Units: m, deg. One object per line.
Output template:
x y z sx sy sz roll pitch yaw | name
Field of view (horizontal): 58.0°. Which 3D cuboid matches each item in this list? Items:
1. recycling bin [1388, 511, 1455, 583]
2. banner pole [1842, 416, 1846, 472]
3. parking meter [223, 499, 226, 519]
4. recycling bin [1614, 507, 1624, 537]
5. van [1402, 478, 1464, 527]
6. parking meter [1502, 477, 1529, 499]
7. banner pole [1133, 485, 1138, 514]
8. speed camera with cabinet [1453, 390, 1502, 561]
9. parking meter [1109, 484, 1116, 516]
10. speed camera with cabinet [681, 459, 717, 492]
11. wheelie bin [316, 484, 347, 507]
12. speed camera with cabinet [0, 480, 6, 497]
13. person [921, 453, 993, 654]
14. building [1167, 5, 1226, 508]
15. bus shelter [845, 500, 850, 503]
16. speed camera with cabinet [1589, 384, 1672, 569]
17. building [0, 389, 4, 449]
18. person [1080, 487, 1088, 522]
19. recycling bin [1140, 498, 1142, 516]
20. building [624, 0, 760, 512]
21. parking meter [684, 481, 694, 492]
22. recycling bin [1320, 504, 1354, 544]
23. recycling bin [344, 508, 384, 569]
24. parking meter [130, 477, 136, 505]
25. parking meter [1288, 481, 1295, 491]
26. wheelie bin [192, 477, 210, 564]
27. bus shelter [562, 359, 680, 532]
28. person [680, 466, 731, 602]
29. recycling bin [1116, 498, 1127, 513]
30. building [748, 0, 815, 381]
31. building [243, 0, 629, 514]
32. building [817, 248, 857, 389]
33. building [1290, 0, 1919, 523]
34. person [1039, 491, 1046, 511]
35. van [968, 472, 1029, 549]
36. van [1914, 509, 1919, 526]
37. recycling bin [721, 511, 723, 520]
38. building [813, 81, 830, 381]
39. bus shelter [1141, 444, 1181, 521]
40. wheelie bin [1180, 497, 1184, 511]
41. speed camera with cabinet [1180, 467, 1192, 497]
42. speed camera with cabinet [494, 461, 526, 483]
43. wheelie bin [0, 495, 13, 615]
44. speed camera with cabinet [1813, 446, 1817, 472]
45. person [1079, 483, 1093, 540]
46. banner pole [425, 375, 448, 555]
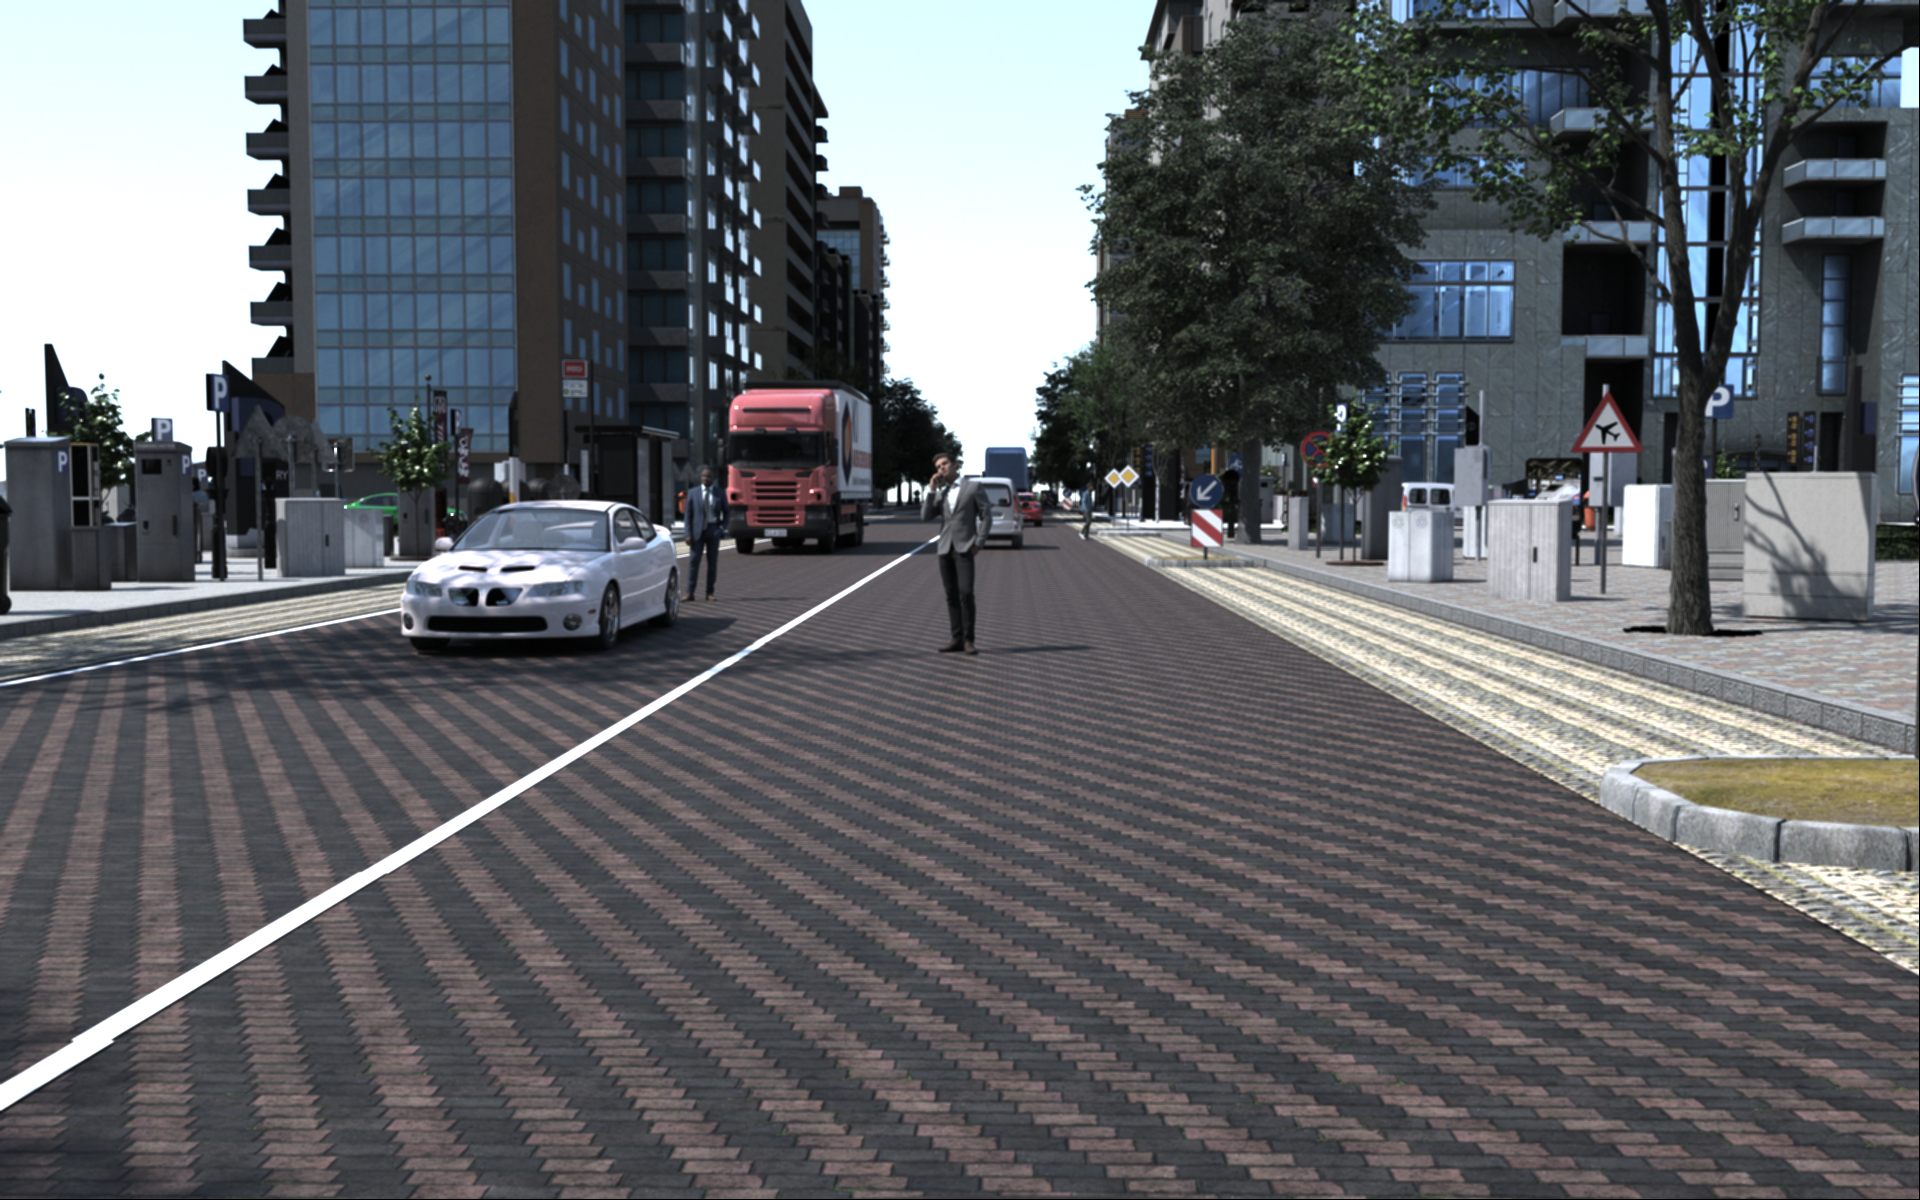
6.760 -0.785 25.383 0.722 1.027 0.722 3 5 41 | recycling bin
28.417 -3.994 55.314 0.401 3.779 0.863 -2 4 -27 | banner pole
-38.059 -5.130 89.590 0.255 1.863 0.399 3 4 38 | parking meter
19.943 -2.392 51.669 0.722 1.027 0.722 1 4 12 | recycling bin
17.826 -3.400 62.604 4.112 2.044 2.013 0 4 2 | van
8.116 -1.035 25.341 0.372 1.533 0.369 0 3 0 | parking meter
11.500 -7.600 114.281 0.401 3.779 0.863 -1 4 -11 | banner pole
10.115 -2.415 33.825 0.660 3.252 2.038 2 4 27 | speed camera with cabinet
8.866 -5.812 100.731 0.255 1.863 0.399 3 5 44 | parking meter
-14.606 -6.272 96.888 2.038 3.252 0.660 1 4 21 | speed camera with cabinet
-19.201 -2.740 52.705 0.980 1.594 0.693 -2 4 -33 | wheelie bin
-64.129 -7.499 116.937 0.660 3.252 2.038 0 4 3 | speed camera with cabinet
-0.028 -0.427 15.664 0.592 1.802 0.473 3 5 43 | person
26.669 -31.219 160.537 14.600 45.320 14.200 0 4 2 | building
-8.514 -8.054 125.599 2.014 3.302 5.546 0 4 2 | bus shelter
11.981 -2.223 30.676 0.660 3.252 2.038 -1 4 -13 | speed camera with cabinet
-65.822 -33.244 85.545 28.212 58.520 21.231 0 4 2 | building
6.354 -4.812 87.269 0.391 1.810 0.635 2 4 34 | person
11.064 -5.475 102.069 0.722 1.027 0.722 -2 4 -25 | recycling bin
-26.220 -30.674 121.132 23.786 49.044 30.456 0 4 2 | building
-12.172 -4.415 77.891 0.399 1.863 0.255 -2 4 -30 | parking meter
9.831 -1.997 45.201 0.722 1.027 0.722 -1 4 -22 | recycling bin
-10.477 -1.077 30.162 0.722 1.027 0.722 0 4 -6 | recycling bin
-21.786 -2.436 45.546 0.255 1.863 0.399 -2 4 -28 | parking meter
14.469 -4.276 75.630 0.255 1.863 0.399 1 4 19 | parking meter
-14.258 -1.459 31.765 0.980 1.594 0.693 -1 4 -18 | wheelie bin
-10.687 -4.689 54.299 2.179 5.291 8.768 0 4 2 | bus shelter
-3.436 -0.893 23.278 0.721 1.800 0.419 -1 4 -16 | person
11.081 -6.475 118.414 0.722 1.027 0.722 -1 4 -10 | recycling bin
-24.779 -32.421 153.789 21.300 48.544 21.600 0 4 2 | building
-24.687 -26.537 83.991 14.600 45.320 14.200 0 4 2 | building
-20.070 -26.276 201.317 14.160 30.474 14.107 0 4 2 | building
32.223 -47.134 83.315 31.000 86.520 22.319 0 4 2 | building
7.105 -8.518 148.493 0.721 1.735 1.217 -2 4 -24 | person
0.844 -2.406 46.356 2.013 2.044 4.112 0 4 3 | van
37.460 -3.568 62.718 5.245 2.365 2.240 0 4 1 | van
-10.019 -3.669 72.543 0.722 1.027 0.722 2 4 29 | recycling bin
-25.281 -32.081 179.156 22.147 44.769 28.867 0 4 2 | building
9.648 -5.687 84.262 1.731 3.624 6.357 0 4 2 | bus shelter
16.460 -7.365 128.330 0.980 1.594 0.693 0 4 6 | wheelie bin
15.661 -7.952 124.347 2.038 3.252 0.660 -2 4 -31 | speed camera with cabinet
-12.093 -3.336 48.877 0.660 3.252 2.038 3 5 44 | speed camera with cabinet
-10.510 -0.643 18.426 0.693 1.594 0.980 -3 5 -40 | wheelie bin
35.230 -4.651 70.376 0.660 3.252 2.038 0 4 3 | speed camera with cabinet
3.953 -2.759 53.951 0.444 1.785 0.601 2 4 34 | person
-11.071 -2.851 36.638 0.401 3.779 0.863 1 4 20 | banner pole
